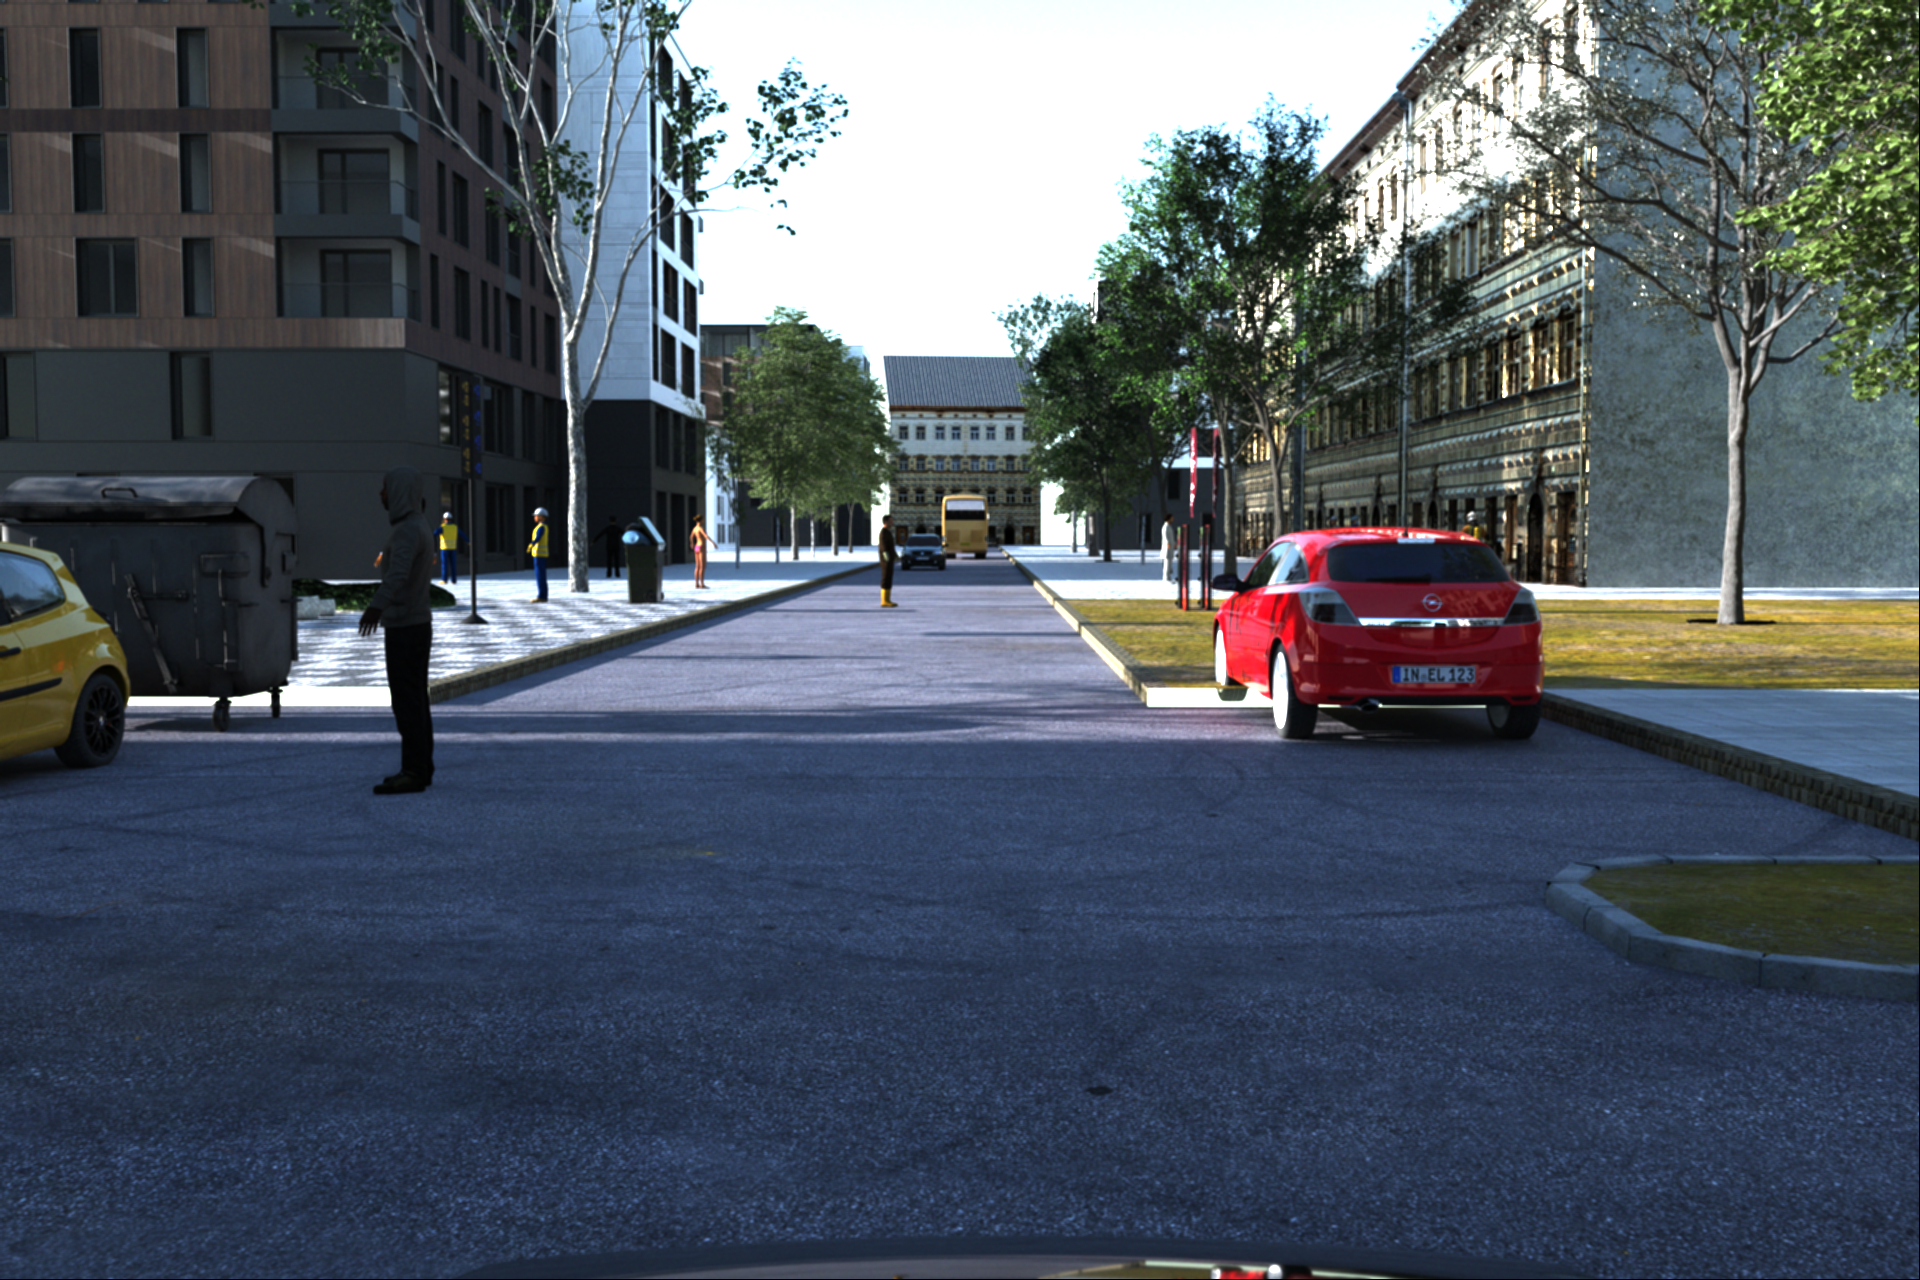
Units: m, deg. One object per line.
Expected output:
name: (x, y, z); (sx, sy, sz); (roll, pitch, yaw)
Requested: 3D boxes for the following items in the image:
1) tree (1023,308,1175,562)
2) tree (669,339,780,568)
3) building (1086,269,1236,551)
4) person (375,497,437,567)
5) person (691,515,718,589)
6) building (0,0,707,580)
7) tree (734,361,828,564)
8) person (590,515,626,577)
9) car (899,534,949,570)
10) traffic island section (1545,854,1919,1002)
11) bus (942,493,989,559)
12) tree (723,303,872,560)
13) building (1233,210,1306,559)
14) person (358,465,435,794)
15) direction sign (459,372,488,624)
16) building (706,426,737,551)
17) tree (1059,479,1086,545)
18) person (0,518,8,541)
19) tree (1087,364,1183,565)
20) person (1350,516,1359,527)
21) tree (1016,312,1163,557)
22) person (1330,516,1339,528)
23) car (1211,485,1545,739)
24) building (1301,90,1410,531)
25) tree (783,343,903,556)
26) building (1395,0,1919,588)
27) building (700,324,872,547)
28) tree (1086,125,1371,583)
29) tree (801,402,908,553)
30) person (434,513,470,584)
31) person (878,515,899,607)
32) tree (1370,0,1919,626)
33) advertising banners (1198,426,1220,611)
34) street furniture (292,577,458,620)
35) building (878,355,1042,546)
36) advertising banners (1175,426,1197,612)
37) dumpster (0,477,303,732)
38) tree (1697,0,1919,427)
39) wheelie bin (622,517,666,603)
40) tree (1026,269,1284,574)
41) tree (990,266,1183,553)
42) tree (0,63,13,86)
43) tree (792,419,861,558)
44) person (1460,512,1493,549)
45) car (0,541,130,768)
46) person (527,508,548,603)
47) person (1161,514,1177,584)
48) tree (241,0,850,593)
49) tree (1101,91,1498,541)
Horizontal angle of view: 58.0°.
tree: (6.736, -9.435, 80.023); (9.928, 11.665, 9.643); (0, 3, 0)
tree: (-8.100, -6.989, 64.628); (4.360, 8.622, 3.978); (0, 3, 0)
building: (24.726, -18.724, 150.115); (27.936, 21.610, 32.646); (0, 4, 1)
person: (-6.392, -0.817, 20.075); (0.721, 1.740, 1.216); (1, 4, 13)
person: (-6.056, -2.086, 40.910); (0.721, 1.733, 1.217); (-3, 4, -37)
building: (-25.745, -13.440, 63.715); (27.936, 21.610, 32.646); (0, 4, 0)
tree: (-8.127, -7.607, 74.730); (4.360, 8.622, 3.978); (0, 3, 0)
person: (-10.272, -2.773, 51.278); (1.347, 1.837, 0.705); (-1, 4, -12)
car: (-1.449, -3.671, 69.802); (2.009, 1.686, 4.222); (0, 4, 1)
traffic island section: (3.249, 1.014, 6.291); (1.991, 0.108, 1.994); (0, 4, 1)
bus: (0.323, -6.774, 102.309); (2.896, 3.916, 12.252); (0, 4, 0)
tree: (-8.115, -10.261, 85.901); (7.486, 12.596, 7.792); (0, 3, 0)
building: (24.711, -15.770, 88.774); (19.493, 23.208, 18.063); (0, 4, 1)
person: (-3.121, -0.068, 9.691); (0.705, 1.813, 1.348); (-1, 4, -9)
direction sign: (-6.955, -1.999, 24.684); (0.379, 3.537, 0.876); (0, 4, 1)
building: (-23.460, -12.592, 148.027); (9.099, 9.664, 28.070); (0, 4, 0)
tree: (15.320, -17.542, 204.939); (7.486, 12.596, 7.792); (0, 3, 0)
person: (-18.292, -1.636, 32.943); (1.347, 1.806, 0.705); (2, 4, 33)
tree: (7.488, -7.406, 71.456); (4.737, 8.622, 4.395); (0, 3, 0)
person: (11.465, -2.693, 50.156); (1.347, 1.817, 0.704); (-2, 4, -33)
tree: (7.685, -11.753, 98.825); (9.857, 13.997, 8.962); (0, 3, 0)
person: (11.567, -2.925, 53.673); (0.705, 1.847, 1.347); (-1, 4, -18)
car: (3.119, -0.279, 13.599); (2.155, 1.783, 4.494); (0, 4, 0)
building: (24.679, -14.546, 68.763); (19.493, 23.208, 18.063); (0, 4, 0)
tree: (-7.074, -11.303, 102.931); (7.486, 12.596, 7.792); (0, 3, 0)
building: (24.195, -13.353, 49.250); (19.493, 23.208, 18.063); (0, 4, 1)
building: (-24.363, -20.855, 184.959); (27.936, 21.610, 32.646); (0, 4, 1)
tree: (6.896, -7.274, 44.690); (9.928, 11.665, 9.643); (0, 3, 0)
tree: (-7.451, -11.110, 116.066); (8.767, 10.594, 7.601); (0, 4, 8)
person: (-13.165, -2.360, 44.549); (1.349, 1.833, 0.705); (-3, 4, -36)
person: (-1.401, -1.559, 34.092); (0.704, 1.812, 1.346); (0, 4, 6)
tree: (11.072, -6.968, 24.291); (12.009, 13.543, 11.850); (0, 3, 0)
advertising banners: (4.201, -2.023, 29.261); (0.090, 3.025, 2.074); (0, 4, 1)
street furniture: (-11.776, -0.755, 27.970); (5.734, 0.657, 10.072); (0, 4, 5)
building: (-0.413, -23.159, 212.034); (18.063, 23.208, 19.493); (0, 4, -7)
advertising banners: (3.793, -2.010, 29.056); (0.090, 3.025, 2.074); (0, 3, 0)
dumpster: (-6.051, -0.292, 12.984); (1.865, 1.857, 1.264); (0, 4, 1)
tree: (9.647, -5.797, 12.916); (7.486, 12.596, 7.792); (0, 3, 0)
wheelie bin: (-5.881, -1.486, 32.207); (0.693, 1.594, 0.980); (0, 4, 3)
tree: (6.634, -7.452, 56.256); (8.767, 10.594, 7.601); (-2, 4, -24)
tree: (8.784, -16.030, 117.976); (12.611, 20.169, 13.585); (0, 3, 0)
tree: (-11.328, -4.833, 13.436); (7.601, 10.594, 8.767); (-1, 4, -14)
tree: (-8.218, -8.819, 94.545); (4.360, 8.622, 3.978); (0, 3, 0)
person: (13.135, -2.369, 44.507); (1.354, 1.858, 0.705); (-1, 4, -14)
car: (-6.137, 0.057, 9.290); (2.015, 1.641, 3.980); (0, 4, 1)
person: (-7.956, -1.595, 32.539); (0.721, 1.772, 1.216); (0, 4, -3)
person: (5.429, -2.366, 44.874); (0.705, 1.806, 1.347); (1, 4, 15)
tree: (-8.202, -11.018, 36.035); (12.611, 20.169, 13.585); (0, 3, 0)
tree: (6.771, -6.204, 35.846); (8.767, 10.594, 7.601); (1, 4, 17)
